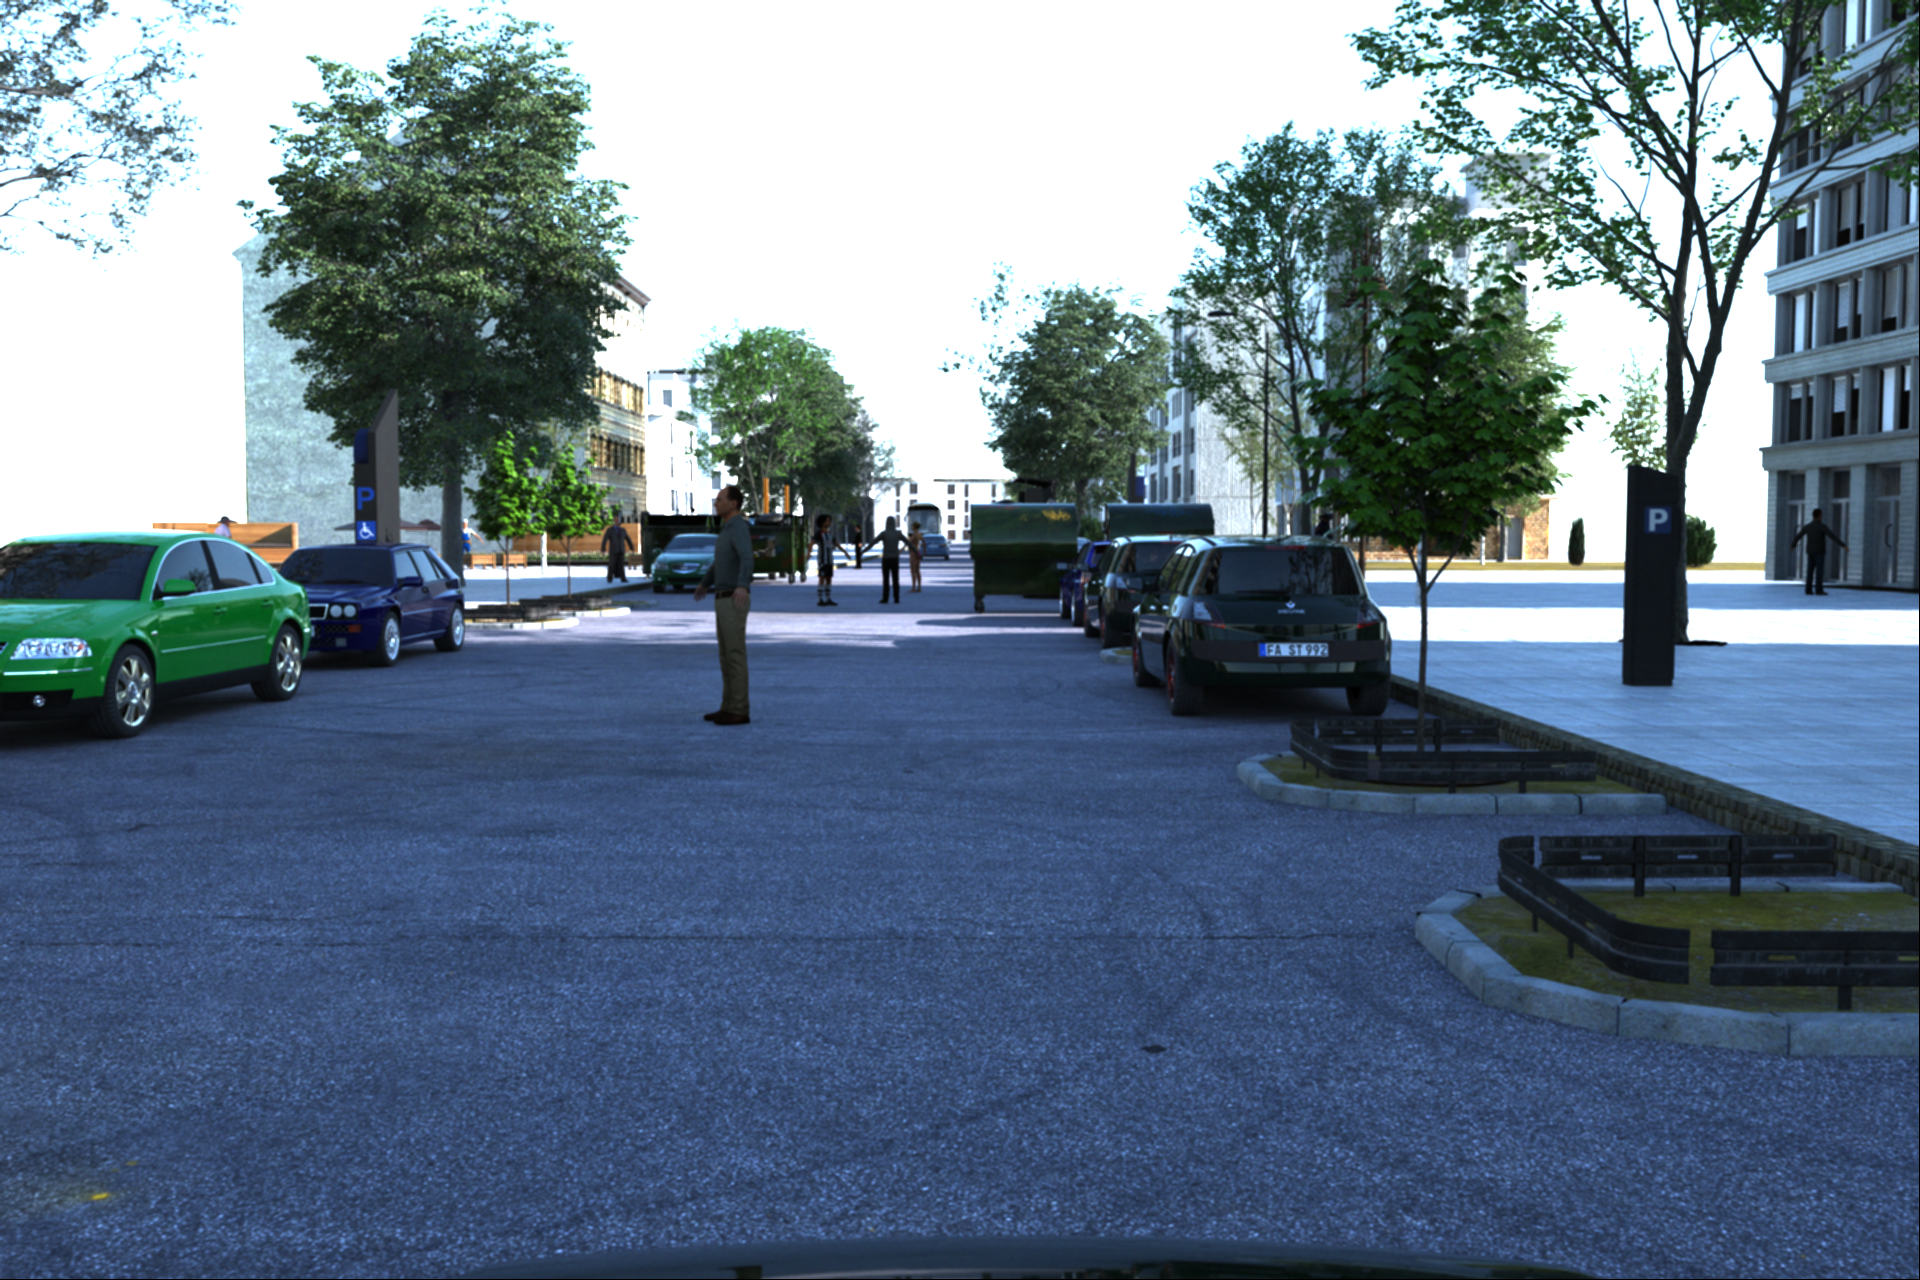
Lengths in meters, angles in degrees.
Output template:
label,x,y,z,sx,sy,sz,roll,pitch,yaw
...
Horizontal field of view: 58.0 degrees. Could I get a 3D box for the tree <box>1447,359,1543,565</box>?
label,x,y,z,sx,sy,sz,roll,pitch,yaw
tree,22.051,-7.449,72.148,4.737,8.622,4.395,0,3,0

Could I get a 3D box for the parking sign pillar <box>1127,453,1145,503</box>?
label,x,y,z,sx,sy,sz,roll,pitch,yaw
parking sign pillar,5.933,-4.290,58.619,1.447,3.967,1.447,0,4,0

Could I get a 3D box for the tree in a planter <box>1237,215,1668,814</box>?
label,x,y,z,sx,sy,sz,roll,pitch,yaw
tree in a planter,2.627,-0.767,9.758,1.991,3.239,1.994,0,3,0

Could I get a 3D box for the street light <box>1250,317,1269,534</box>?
label,x,y,z,sx,sy,sz,roll,pitch,yaw
street light,6.931,-3.891,36.162,1.470,5.913,1.316,0,4,0

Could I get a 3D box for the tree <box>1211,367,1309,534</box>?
label,x,y,z,sx,sy,sz,roll,pitch,yaw
tree,12.725,-7.698,76.228,4.360,8.622,3.978,0,3,0

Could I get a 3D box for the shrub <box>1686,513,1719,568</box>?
label,x,y,z,sx,sy,sz,roll,pitch,yaw
shrub,28.032,-3.793,66.063,1.661,2.075,1.752,0,3,0

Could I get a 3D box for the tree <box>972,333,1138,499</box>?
label,x,y,z,sx,sy,sz,roll,pitch,yaw
tree,5.422,-11.749,102.469,12.009,13.543,11.850,0,3,0

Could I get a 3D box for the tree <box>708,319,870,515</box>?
label,x,y,z,sx,sy,sz,roll,pitch,yaw
tree,-10.098,-11.926,101.646,9.857,13.997,8.962,0,3,0

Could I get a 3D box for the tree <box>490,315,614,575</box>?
label,x,y,z,sx,sy,sz,roll,pitch,yaw
tree,-13.106,-6.327,53.814,4.360,8.622,3.978,0,3,0

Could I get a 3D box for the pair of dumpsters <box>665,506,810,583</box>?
label,x,y,z,sx,sy,sz,roll,pitch,yaw
pair of dumpsters,-6.686,-2.845,51.460,4.436,2.255,1.574,0,3,0

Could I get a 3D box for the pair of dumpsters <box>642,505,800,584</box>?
label,x,y,z,sx,sy,sz,roll,pitch,yaw
pair of dumpsters,-6.862,-2.742,49.777,4.436,2.255,1.574,0,4,0

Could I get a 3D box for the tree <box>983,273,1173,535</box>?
label,x,y,z,sx,sy,sz,roll,pitch,yaw
tree,5.872,-10.941,85.547,9.857,13.997,8.962,0,3,0

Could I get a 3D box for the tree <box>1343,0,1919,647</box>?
label,x,y,z,sx,sy,sz,roll,pitch,yaw
tree,8.489,-5.757,19.881,9.928,11.665,9.643,0,3,0

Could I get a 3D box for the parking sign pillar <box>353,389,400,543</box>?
label,x,y,z,sx,sy,sz,roll,pitch,yaw
parking sign pillar,-10.619,-2.635,31.558,1.447,3.967,1.447,0,4,-1

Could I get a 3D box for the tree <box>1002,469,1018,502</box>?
label,x,y,z,sx,sy,sz,roll,pitch,yaw
tree,5.590,-12.686,157.776,4.360,8.622,3.978,0,3,0

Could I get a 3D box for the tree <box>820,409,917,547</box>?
label,x,y,z,sx,sy,sz,roll,pitch,yaw
tree,-9.265,-15.698,167.037,12.009,13.543,11.850,0,3,0

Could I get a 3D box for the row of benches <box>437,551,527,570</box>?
label,x,y,z,sx,sy,sz,roll,pitch,yaw
row of benches,-17.439,-2.903,62.927,1.422,0.672,4.104,3,4,36

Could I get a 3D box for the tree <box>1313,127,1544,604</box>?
label,x,y,z,sx,sy,sz,roll,pitch,yaw
tree,8.553,-4.989,31.937,4.360,8.622,3.978,0,3,0

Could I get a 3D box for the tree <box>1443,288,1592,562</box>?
label,x,y,z,sx,sy,sz,roll,pitch,yaw
tree,24.963,-9.882,79.697,7.486,12.596,7.792,0,3,0

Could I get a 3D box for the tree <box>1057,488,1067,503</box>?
label,x,y,z,sx,sy,sz,roll,pitch,yaw
tree,14.908,-19.481,252.932,7.601,10.594,8.767,0,4,3

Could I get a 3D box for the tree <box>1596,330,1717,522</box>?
label,x,y,z,sx,sy,sz,roll,pitch,yaw
tree,24.648,-6.825,61.948,4.737,8.622,4.395,0,3,0

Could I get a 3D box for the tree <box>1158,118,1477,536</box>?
label,x,y,z,sx,sy,sz,roll,pitch,yaw
tree,8.655,-7.139,42.470,9.928,11.665,9.643,0,3,0

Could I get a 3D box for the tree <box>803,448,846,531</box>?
label,x,y,z,sx,sy,sz,roll,pitch,yaw
tree,-9.404,-10.749,126.104,4.360,8.622,3.978,0,3,0

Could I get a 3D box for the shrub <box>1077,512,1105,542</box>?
label,x,y,z,sx,sy,sz,roll,pitch,yaw
shrub,4.712,-3.615,63.147,1.661,2.075,1.752,0,3,0

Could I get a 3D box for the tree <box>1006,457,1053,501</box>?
label,x,y,z,sx,sy,sz,roll,pitch,yaw
tree,6.006,-11.380,136.422,4.737,8.622,4.395,0,3,0

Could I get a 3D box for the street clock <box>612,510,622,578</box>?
label,x,y,z,sx,sy,sz,roll,pitch,yaw
street clock,-10.036,-2.821,50.693,0.358,2.002,0.471,0,4,0

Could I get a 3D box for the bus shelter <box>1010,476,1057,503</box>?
label,x,y,z,sx,sy,sz,roll,pitch,yaw
bus shelter,3.106,-5.014,73.263,1.731,3.624,6.357,0,4,-1

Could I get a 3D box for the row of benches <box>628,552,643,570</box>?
label,x,y,z,sx,sy,sz,roll,pitch,yaw
row of benches,-9.695,-2.816,61.508,4.104,0.672,1.422,0,4,8

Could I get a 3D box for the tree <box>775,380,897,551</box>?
label,x,y,z,sx,sy,sz,roll,pitch,yaw
tree,-10.003,-13.755,135.257,12.009,13.543,11.850,0,3,0

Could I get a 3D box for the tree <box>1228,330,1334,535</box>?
label,x,y,z,sx,sy,sz,roll,pitch,yaw
tree,11.910,-6.846,62.288,4.360,8.622,3.978,0,3,0

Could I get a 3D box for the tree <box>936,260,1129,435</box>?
label,x,y,z,sx,sy,sz,roll,pitch,yaw
tree,5.026,-16.173,120.315,12.611,20.169,13.585,0,3,0

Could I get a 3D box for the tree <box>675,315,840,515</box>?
label,x,y,z,sx,sy,sz,roll,pitch,yaw
tree,-9.513,-9.532,81.603,9.928,11.665,9.643,0,3,0

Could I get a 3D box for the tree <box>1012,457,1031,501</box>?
label,x,y,z,sx,sy,sz,roll,pitch,yaw
tree,6.104,-12.185,149.581,4.737,8.622,4.395,0,3,0

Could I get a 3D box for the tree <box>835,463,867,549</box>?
label,x,y,z,sx,sy,sz,roll,pitch,yaw
tree,-9.579,-11.902,144.955,4.737,8.622,4.395,0,3,0

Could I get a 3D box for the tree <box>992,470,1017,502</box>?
label,x,y,z,sx,sy,sz,roll,pitch,yaw
tree,5.537,-13.050,163.726,4.360,8.622,3.978,0,3,0

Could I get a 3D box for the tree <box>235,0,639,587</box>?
label,x,y,z,sx,sy,sz,roll,pitch,yaw
tree,-12.452,-8.272,41.904,9.857,13.997,8.962,0,3,0

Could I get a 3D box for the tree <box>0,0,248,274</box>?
label,x,y,z,sx,sy,sz,roll,pitch,yaw
tree,-12.554,-6.528,17.109,12.009,13.543,11.850,0,3,0

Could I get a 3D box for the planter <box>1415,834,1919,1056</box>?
label,x,y,z,sx,sy,sz,roll,pitch,yaw
planter,2.600,0.942,5.740,1.991,0.319,1.994,0,4,1

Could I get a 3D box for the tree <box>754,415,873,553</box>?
label,x,y,z,sx,sy,sz,roll,pitch,yaw
tree,-10.080,-11.138,116.519,8.767,10.594,7.601,0,4,-4

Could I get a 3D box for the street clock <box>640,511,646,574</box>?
label,x,y,z,sx,sy,sz,roll,pitch,yaw
street clock,-10.038,-3.100,55.254,0.358,2.002,0.471,0,4,1

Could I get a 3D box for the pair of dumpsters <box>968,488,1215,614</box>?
label,x,y,z,sx,sy,sz,roll,pitch,yaw
pair of dumpsters,2.368,-1.630,31.604,4.436,2.255,1.574,0,4,-1

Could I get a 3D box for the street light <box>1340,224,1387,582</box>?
label,x,y,z,sx,sy,sz,roll,pitch,yaw
street light,6.114,-3.268,26.218,0.468,5.910,1.993,0,4,0
